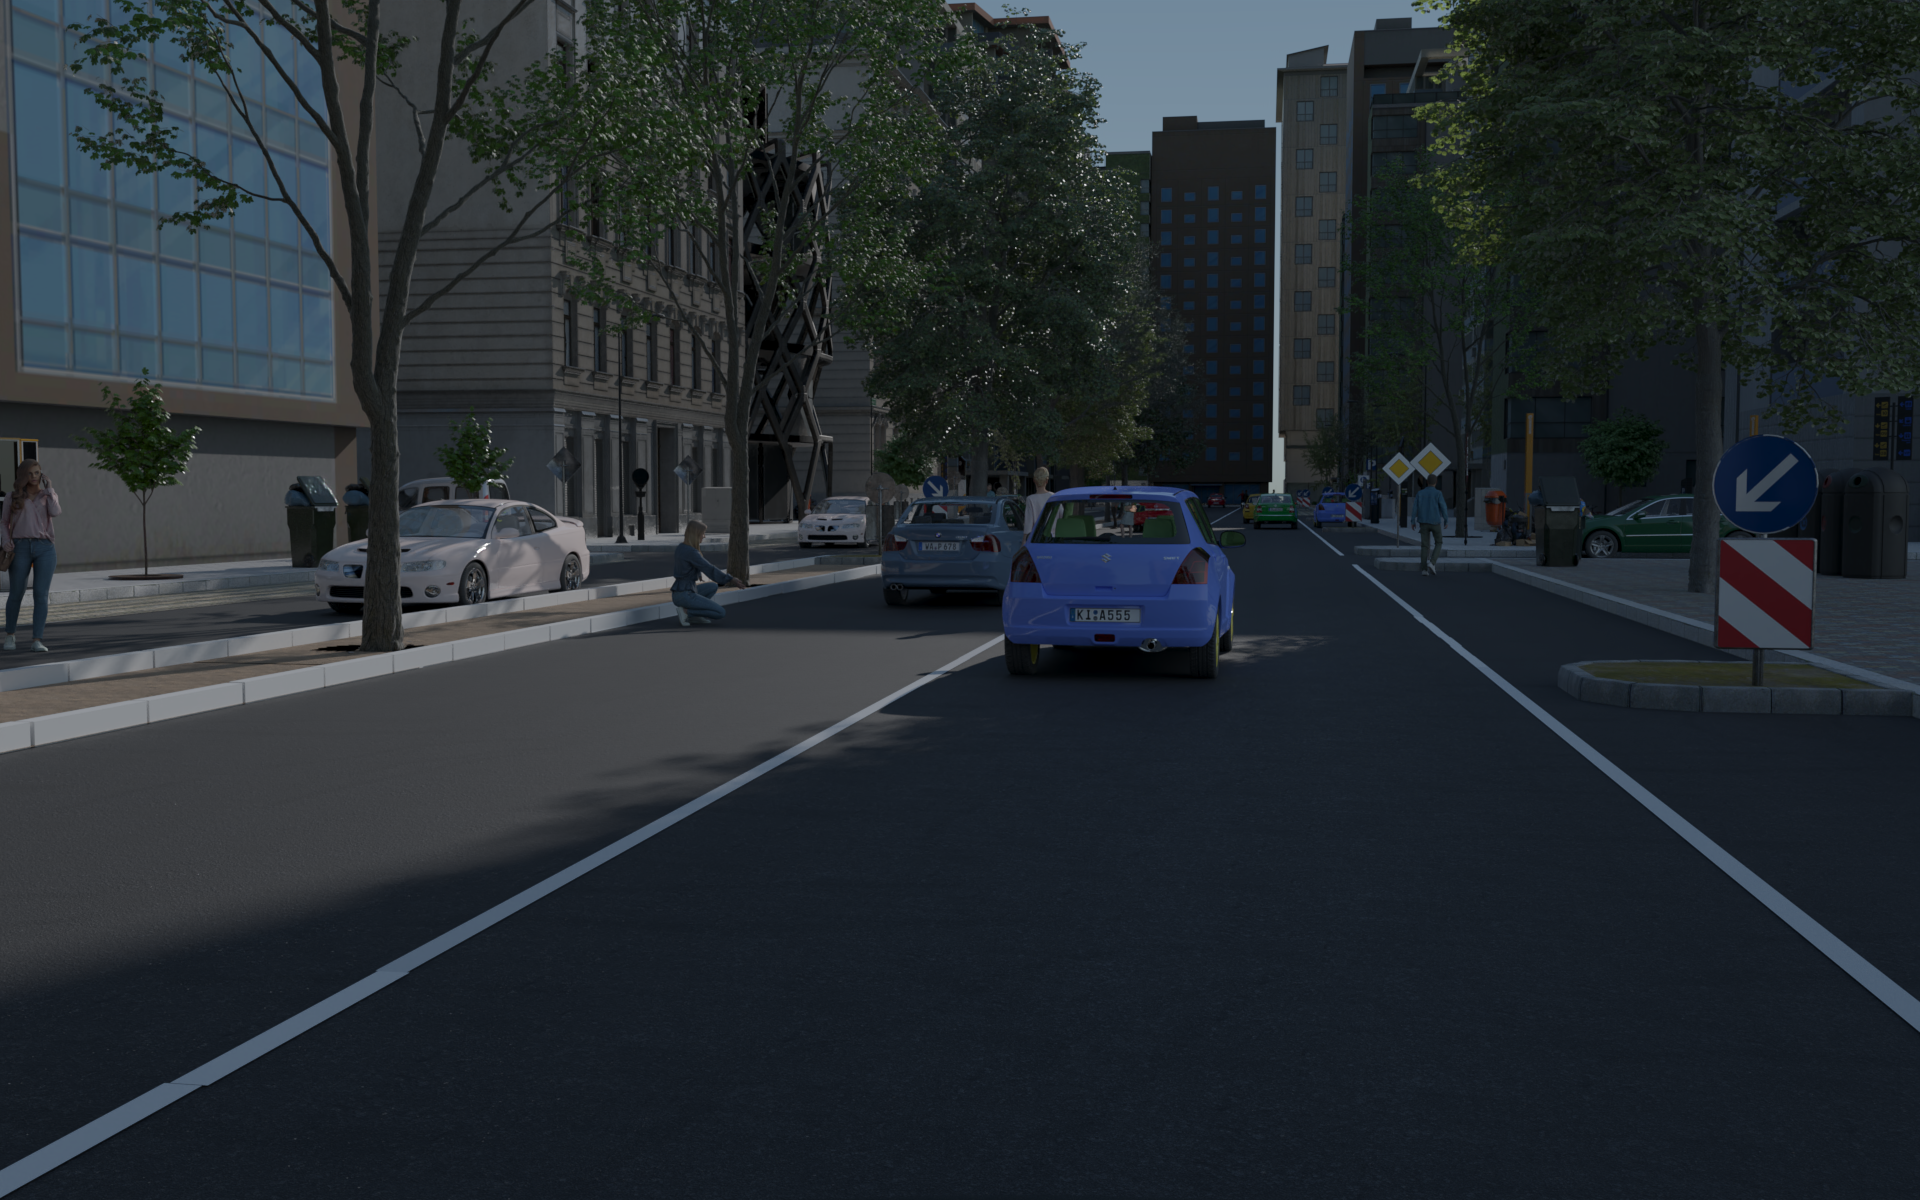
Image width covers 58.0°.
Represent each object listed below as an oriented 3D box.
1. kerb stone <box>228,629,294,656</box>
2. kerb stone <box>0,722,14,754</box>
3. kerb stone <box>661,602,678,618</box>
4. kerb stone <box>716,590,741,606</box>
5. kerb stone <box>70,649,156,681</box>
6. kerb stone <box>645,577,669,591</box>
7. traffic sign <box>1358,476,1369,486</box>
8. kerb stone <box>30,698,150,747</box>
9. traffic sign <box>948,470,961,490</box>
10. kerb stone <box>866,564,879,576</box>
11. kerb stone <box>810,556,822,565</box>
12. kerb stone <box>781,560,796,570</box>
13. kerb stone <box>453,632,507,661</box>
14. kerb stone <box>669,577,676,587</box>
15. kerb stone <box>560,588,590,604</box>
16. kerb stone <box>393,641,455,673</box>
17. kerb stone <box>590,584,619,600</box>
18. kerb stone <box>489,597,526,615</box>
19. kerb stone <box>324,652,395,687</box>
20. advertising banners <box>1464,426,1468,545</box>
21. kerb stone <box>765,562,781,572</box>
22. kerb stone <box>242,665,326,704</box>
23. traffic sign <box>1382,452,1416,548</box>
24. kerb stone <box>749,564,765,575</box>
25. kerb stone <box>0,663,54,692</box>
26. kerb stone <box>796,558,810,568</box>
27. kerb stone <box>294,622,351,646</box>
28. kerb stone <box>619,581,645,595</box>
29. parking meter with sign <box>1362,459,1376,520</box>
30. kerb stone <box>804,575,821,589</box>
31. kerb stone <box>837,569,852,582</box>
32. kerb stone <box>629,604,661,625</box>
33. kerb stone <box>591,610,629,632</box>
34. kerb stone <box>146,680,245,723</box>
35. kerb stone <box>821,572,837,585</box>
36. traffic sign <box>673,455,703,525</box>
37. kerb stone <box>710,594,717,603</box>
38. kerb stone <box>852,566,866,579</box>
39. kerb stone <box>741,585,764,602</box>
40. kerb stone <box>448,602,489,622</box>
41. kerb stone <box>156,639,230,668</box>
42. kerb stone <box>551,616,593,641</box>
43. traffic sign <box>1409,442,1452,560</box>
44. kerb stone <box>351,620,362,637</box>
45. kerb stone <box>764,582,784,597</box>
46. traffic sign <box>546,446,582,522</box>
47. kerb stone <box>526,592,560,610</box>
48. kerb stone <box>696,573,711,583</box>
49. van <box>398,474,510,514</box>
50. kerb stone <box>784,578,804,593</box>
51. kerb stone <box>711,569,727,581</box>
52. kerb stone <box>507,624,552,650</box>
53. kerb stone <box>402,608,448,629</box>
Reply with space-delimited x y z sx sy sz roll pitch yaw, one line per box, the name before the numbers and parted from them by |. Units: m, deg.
kerb stone | -6.385 0.398 15.688 0.120 0.150 1.000 1 4 10
kerb stone | -5.391 0.793 9.290 0.120 0.150 1.000 1 4 10
kerb stone | -3.420 0.113 20.388 0.120 0.150 1.000 1 4 10
kerb stone | -3.076 -0.013 22.408 0.120 0.150 1.000 1 4 10
kerb stone | -6.744 0.523 13.676 0.120 0.150 1.000 1 4 10
kerb stone | -4.600 -0.220 25.789 0.120 0.150 1.000 1 4 10
traffic sign | 22.026 -5.654 94.568 0.606 2.300 0.079 1 4 17
kerb stone | -5.208 0.732 10.301 0.120 0.150 1.000 1 4 10
traffic sign | -0.313 -5.700 93.297 0.768 2.556 0.104 1 4 17
kerb stone | -1.648 -0.508 30.493 0.120 0.150 1.000 1 4 10
kerb stone | -3.008 -0.772 34.872 0.120 0.150 1.000 1 4 10
kerb stone | -3.353 -0.652 32.852 0.120 0.150 1.000 1 4 10
kerb stone | -4.314 0.419 15.349 0.120 0.150 1.000 1 4 10
kerb stone | -4.421 -0.281 26.795 0.120 0.150 1.000 1 4 10
kerb stone | -5.141 -0.035 22.762 0.120 0.150 1.000 1 4 10
kerb stone | -4.493 0.480 14.342 0.120 0.150 1.000 1 4 10
kerb stone | -4.956 -0.096 23.771 0.120 0.150 1.000 1 4 10
kerb stone | -5.499 0.088 20.750 0.120 0.150 1.000 1 4 10
kerb stone | -4.672 0.542 13.328 0.120 0.150 1.000 1 4 10
advertising banners | 12.881 -2.927 44.039 0.090 3.025 2.074 1 4 16
kerb stone | -3.533 -0.590 31.837 0.120 0.150 1.000 1 4 10
kerb stone | -4.847 0.604 12.315 0.120 0.150 1.000 1 4 10
traffic sign | 10.457 -2.304 41.314 0.795 2.450 0.064 1 4 10
kerb stone | -3.718 -0.523 30.828 0.120 0.150 1.000 1 4 10
kerb stone | -6.921 0.583 12.670 0.120 0.150 1.000 1 4 10
kerb stone | -3.173 -0.714 33.863 0.120 0.150 1.000 1 4 10
kerb stone | -6.210 0.336 16.698 0.120 0.150 1.000 1 4 10
kerb stone | -4.779 -0.158 24.778 0.120 0.150 1.000 1 4 10
parking meter with sign | 20.653 -5.584 87.557 0.543 3.016 1.738 0 4 4
kerb stone | -2.351 -0.260 26.448 0.120 0.150 1.000 1 4 10
kerb stone | -1.989 -0.384 28.478 0.120 0.150 1.000 1 4 10
kerb stone | -3.601 0.173 19.382 0.120 0.150 1.000 1 4 10
kerb stone | -3.775 0.235 18.375 0.120 0.150 1.000 1 4 10
kerb stone | -5.030 0.671 11.308 0.120 0.150 1.000 1 4 10
kerb stone | -2.178 -0.316 27.462 0.120 0.150 1.000 1 4 10
traffic sign | -6.966 -2.493 44.397 0.795 2.450 0.064 1 4 10
kerb stone | -3.252 0.049 21.401 0.120 0.150 1.000 1 4 10
kerb stone | -1.816 -0.446 29.485 0.120 0.150 1.000 1 4 10
kerb stone | -2.890 -0.069 23.413 0.120 0.150 1.000 1 4 10
kerb stone | -5.672 0.151 19.736 0.120 0.150 1.000 1 4 10
kerb stone | -6.562 0.460 14.682 0.120 0.150 1.000 1 4 10
kerb stone | -3.958 0.297 17.369 0.120 0.150 1.000 1 4 10
traffic sign | 9.069 -1.823 33.450 0.795 2.450 0.064 1 4 10
kerb stone | -6.035 0.279 17.721 0.120 0.150 1.000 1 4 10
kerb stone | -2.717 -0.132 24.420 0.120 0.150 1.000 1 4 10
traffic sign | -8.353 -2.012 36.533 0.795 2.450 0.064 1 4 10
kerb stone | -5.315 0.027 21.755 0.120 0.150 1.000 1 4 10
kerb stone | -4.250 -0.343 27.802 0.120 0.150 1.000 1 4 10
van | -13.068 -2.157 42.282 4.112 2.044 2.013 1 4 8
kerb stone | -2.525 -0.197 25.438 0.120 0.150 1.000 1 4 10
kerb stone | -4.066 -0.404 28.808 0.120 0.150 1.000 1 4 10
kerb stone | -4.139 0.358 16.358 0.120 0.150 1.000 1 4 10
kerb stone | -5.852 0.212 18.726 0.120 0.150 1.000 1 4 10
